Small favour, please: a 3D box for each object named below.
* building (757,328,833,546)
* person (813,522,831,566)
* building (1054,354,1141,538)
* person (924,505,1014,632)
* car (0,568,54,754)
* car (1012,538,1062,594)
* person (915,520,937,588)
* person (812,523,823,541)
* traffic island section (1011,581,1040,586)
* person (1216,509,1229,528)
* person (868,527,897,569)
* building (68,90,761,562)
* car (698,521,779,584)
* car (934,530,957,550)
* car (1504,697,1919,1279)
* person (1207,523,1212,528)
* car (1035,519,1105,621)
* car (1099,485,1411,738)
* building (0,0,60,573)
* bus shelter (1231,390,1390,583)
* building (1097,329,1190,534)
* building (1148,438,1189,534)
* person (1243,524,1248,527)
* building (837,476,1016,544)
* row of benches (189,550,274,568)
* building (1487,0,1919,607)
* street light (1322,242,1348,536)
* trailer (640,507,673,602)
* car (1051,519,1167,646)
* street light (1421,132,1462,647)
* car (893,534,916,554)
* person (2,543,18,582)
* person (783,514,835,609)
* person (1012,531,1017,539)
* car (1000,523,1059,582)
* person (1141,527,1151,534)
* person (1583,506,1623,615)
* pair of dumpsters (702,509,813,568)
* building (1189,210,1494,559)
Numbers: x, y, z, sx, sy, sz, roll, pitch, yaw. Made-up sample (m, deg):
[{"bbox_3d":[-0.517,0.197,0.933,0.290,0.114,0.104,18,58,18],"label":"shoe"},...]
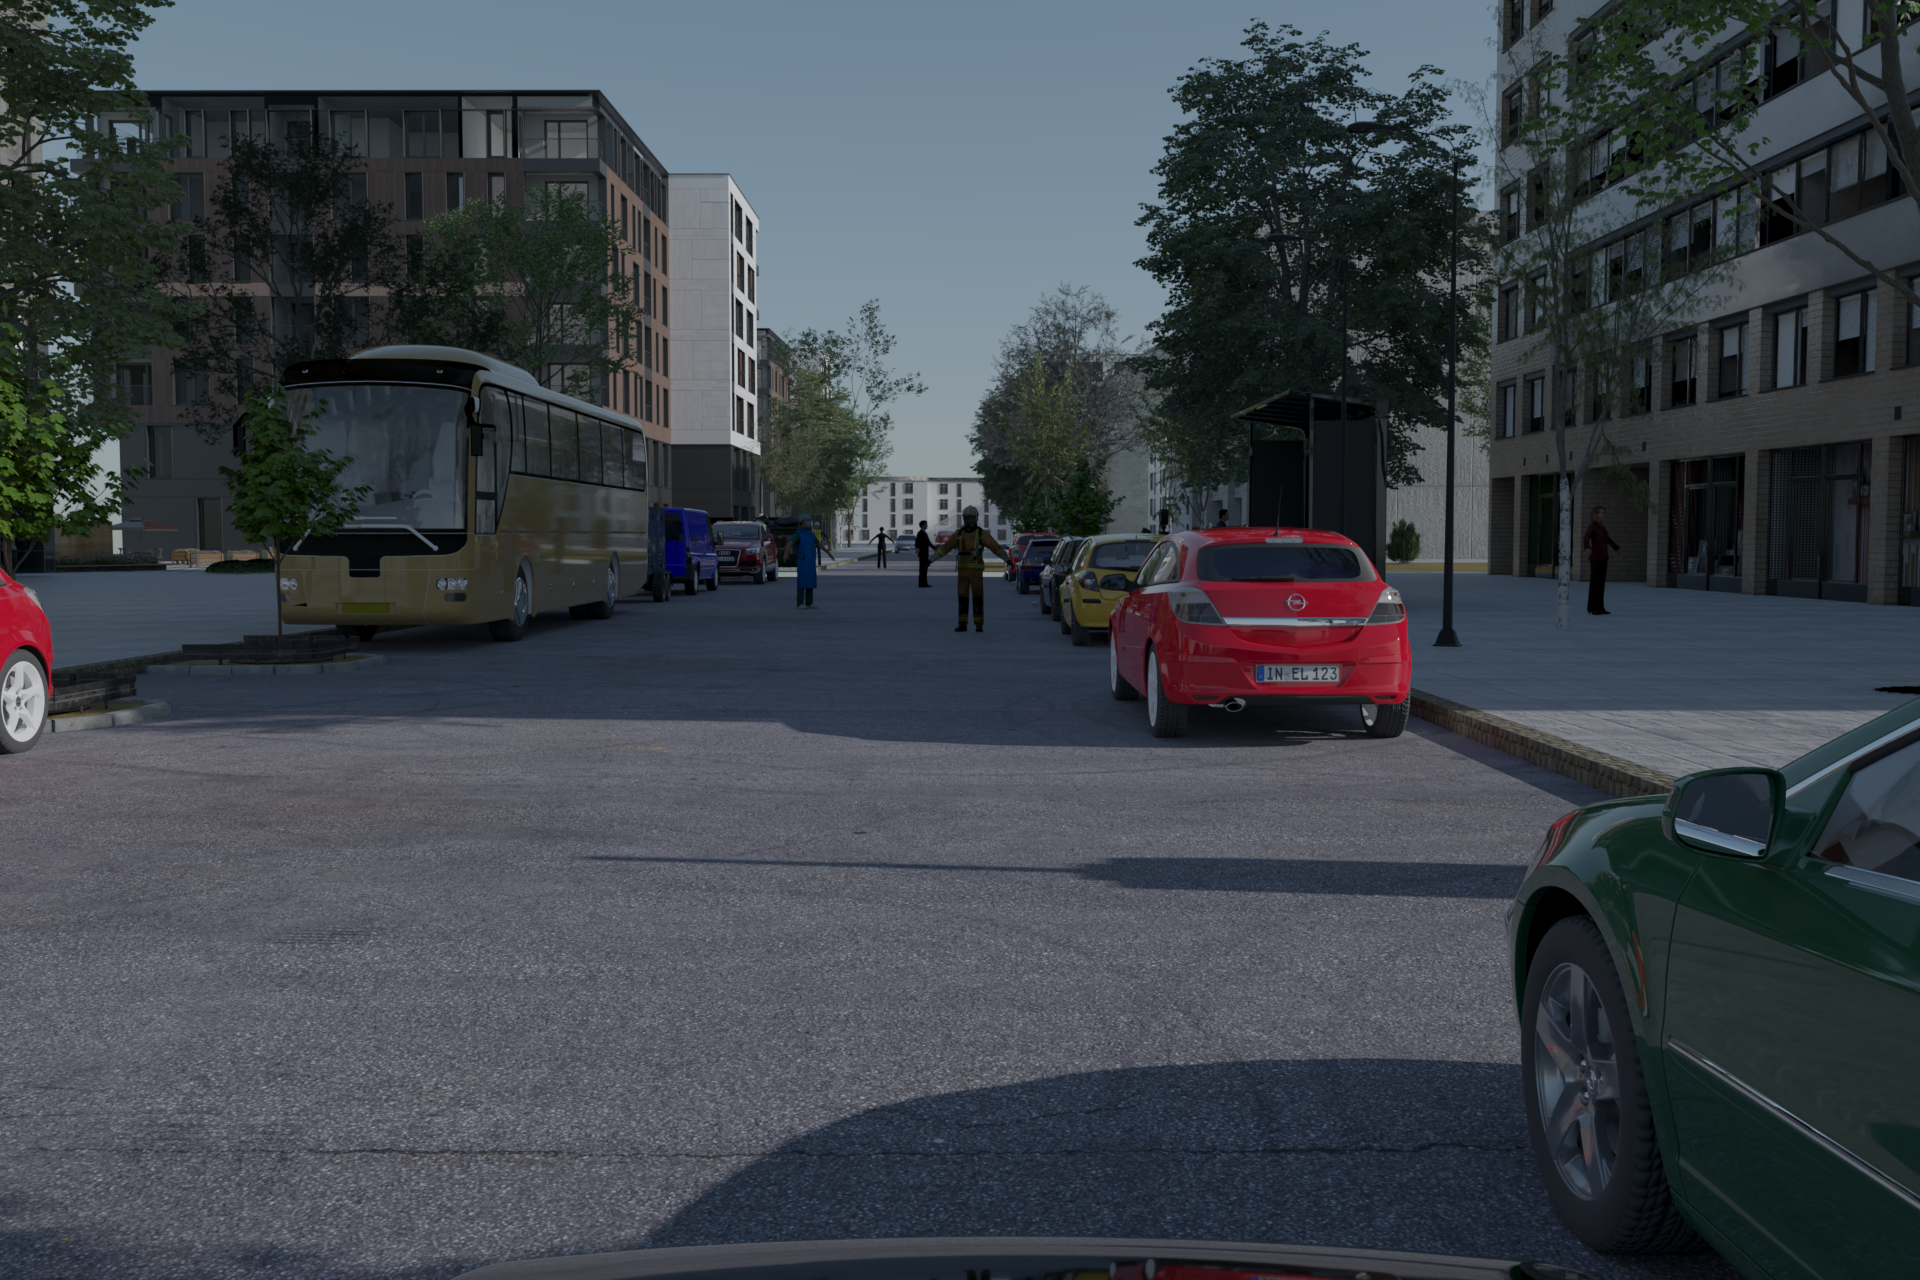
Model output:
[{"bbox_3d":[-29.131,-21.057,188.255,27.936,21.610,32.646,0,4,1],"label":"building"},{"bbox_3d":[-5.813,-3.890,70.072,1.216,1.772,0.721,-1,4,-18],"label":"person"},{"bbox_3d":[24.130,-22.558,212.800,27.936,21.610,32.646,0,4,0],"label":"building"},{"bbox_3d":[0.149,-1.050,25.393,1.354,1.858,0.705,1,4,15],"label":"person"},{"bbox_3d":[-7.005,-0.051,9.876,2.155,1.783,4.494,0,4,0],"label":"car"},{"bbox_3d":[2.262,-1.830,42.505,1.945,1.354,3.894,0,4,0],"label":"car"},{"bbox_3d":[-0.951,-2.314,46.472,0.705,1.806,1.347,1,4,22],"label":"person"},{"bbox_3d":[-7.445,-4.956,87.177,1.345,1.843,0.704,3,4,37],"label":"person"},{"bbox_3d":[2.424,-1.579,48.678,1.991,0.108,1.994,0,4,0],"label":"traffic island section"},{"bbox_3d":[5.683,-1.907,37.228,0.704,1.823,1.345,0,4,4],"label":"person"},{"bbox_3d":[-3.244,-3.845,72.048,1.216,1.740,0.721,0,4,3],"label":"person"},{"bbox_3d":[-26.993,-15.436,96.353,27.936,21.610,32.646,0,4,0],"label":"building"},{"bbox_3d":[-6.554,-2.585,50.932,2.281,1.827,5.304,0,4,0],"label":"car"},{"bbox_3d":[-1.244,-9.055,156.723,2.281,1.827,5.304,0,4,0],"label":"car"},{"bbox_3d":[2.165,0.594,2.093,2.131,1.459,4.920,0,4,-1],"label":"car"},{"bbox_3d":[12.128,-4.766,84.050,0.705,1.813,1.348,0,4,0],"label":"person"},{"bbox_3d":[2.326,-1.228,29.857,2.009,1.686,4.222,0,4,-1],"label":"car"},{"bbox_3d":[2.218,-0.283,13.675,2.155,1.783,4.494,0,4,-1],"label":"car"},{"bbox_3d":[-33.007,-15.884,39.287,16.754,29.471,25.880,0,4,-1],"label":"building"},{"bbox_3d":[6.238,-2.456,31.440,1.731,3.624,6.357,0,3,0],"label":"bus shelter"},{"bbox_3d":[24.066,-21.395,180.738,19.493,23.208,18.063,0,4,0],"label":"building"},{"bbox_3d":[20.894,-11.917,136.989,9.099,9.664,28.070,0,4,0],"label":"building"},{"bbox_3d":[13.382,-4.536,80.881,1.216,1.740,0.721,-1,4,-19],"label":"person"},{"bbox_3d":[-5.120,-18.836,252.578,28.070,9.664,9.099,0,4,-6],"label":"building"},{"bbox_3d":[-28.036,-3.177,67.402,1.422,0.672,4.104,3,4,39],"label":"row of benches"},{"bbox_3d":[26.272,-13.679,30.229,21.656,26.213,47.522,0,4,0],"label":"building"},{"bbox_3d":[6.506,-3.326,26.928,1.470,5.913,1.316,0,3,0],"label":"street light"},{"bbox_3d":[-6.930,-1.770,35.989,1.471,1.999,3.904,0,3,0],"label":"trailer"},{"bbox_3d":[2.279,-0.818,23.590,2.015,1.641,3.980,0,4,0],"label":"car"},{"bbox_3d":[6.126,-2.882,19.661,1.470,5.913,1.316,0,4,0],"label":"street light"},{"bbox_3d":[-3.905,-7.105,128.169,2.014,1.417,4.499,0,4,0],"label":"car"},{"bbox_3d":[-20.453,-1.854,37.137,0.721,1.735,1.217,-2,4,-28],"label":"person"},{"bbox_3d":[-2.942,-1.508,33.248,0.704,1.817,1.347,3,5,40],"label":"person"},{"bbox_3d":[2.938,-5.329,96.399,0.599,1.433,0.991,0,4,7],"label":"person"},{"bbox_3d":[2.294,-2.675,52.774,2.155,1.783,4.494,0,4,-1],"label":"car"},{"bbox_3d":[4.035,-1.868,39.770,0.799,1.438,0.628,-3,5,-43],"label":"person"},{"bbox_3d":[10.205,-1.266,27.499,1.215,1.729,0.721,-3,5,-45],"label":"person"},{"bbox_3d":[-7.090,-3.195,57.191,4.436,2.255,1.574,0,4,0],"label":"pair of dumpsters"},{"bbox_3d":[24.164,-14.491,103.388,16.747,18.905,31.486,0,3,0],"label":"building"}]
